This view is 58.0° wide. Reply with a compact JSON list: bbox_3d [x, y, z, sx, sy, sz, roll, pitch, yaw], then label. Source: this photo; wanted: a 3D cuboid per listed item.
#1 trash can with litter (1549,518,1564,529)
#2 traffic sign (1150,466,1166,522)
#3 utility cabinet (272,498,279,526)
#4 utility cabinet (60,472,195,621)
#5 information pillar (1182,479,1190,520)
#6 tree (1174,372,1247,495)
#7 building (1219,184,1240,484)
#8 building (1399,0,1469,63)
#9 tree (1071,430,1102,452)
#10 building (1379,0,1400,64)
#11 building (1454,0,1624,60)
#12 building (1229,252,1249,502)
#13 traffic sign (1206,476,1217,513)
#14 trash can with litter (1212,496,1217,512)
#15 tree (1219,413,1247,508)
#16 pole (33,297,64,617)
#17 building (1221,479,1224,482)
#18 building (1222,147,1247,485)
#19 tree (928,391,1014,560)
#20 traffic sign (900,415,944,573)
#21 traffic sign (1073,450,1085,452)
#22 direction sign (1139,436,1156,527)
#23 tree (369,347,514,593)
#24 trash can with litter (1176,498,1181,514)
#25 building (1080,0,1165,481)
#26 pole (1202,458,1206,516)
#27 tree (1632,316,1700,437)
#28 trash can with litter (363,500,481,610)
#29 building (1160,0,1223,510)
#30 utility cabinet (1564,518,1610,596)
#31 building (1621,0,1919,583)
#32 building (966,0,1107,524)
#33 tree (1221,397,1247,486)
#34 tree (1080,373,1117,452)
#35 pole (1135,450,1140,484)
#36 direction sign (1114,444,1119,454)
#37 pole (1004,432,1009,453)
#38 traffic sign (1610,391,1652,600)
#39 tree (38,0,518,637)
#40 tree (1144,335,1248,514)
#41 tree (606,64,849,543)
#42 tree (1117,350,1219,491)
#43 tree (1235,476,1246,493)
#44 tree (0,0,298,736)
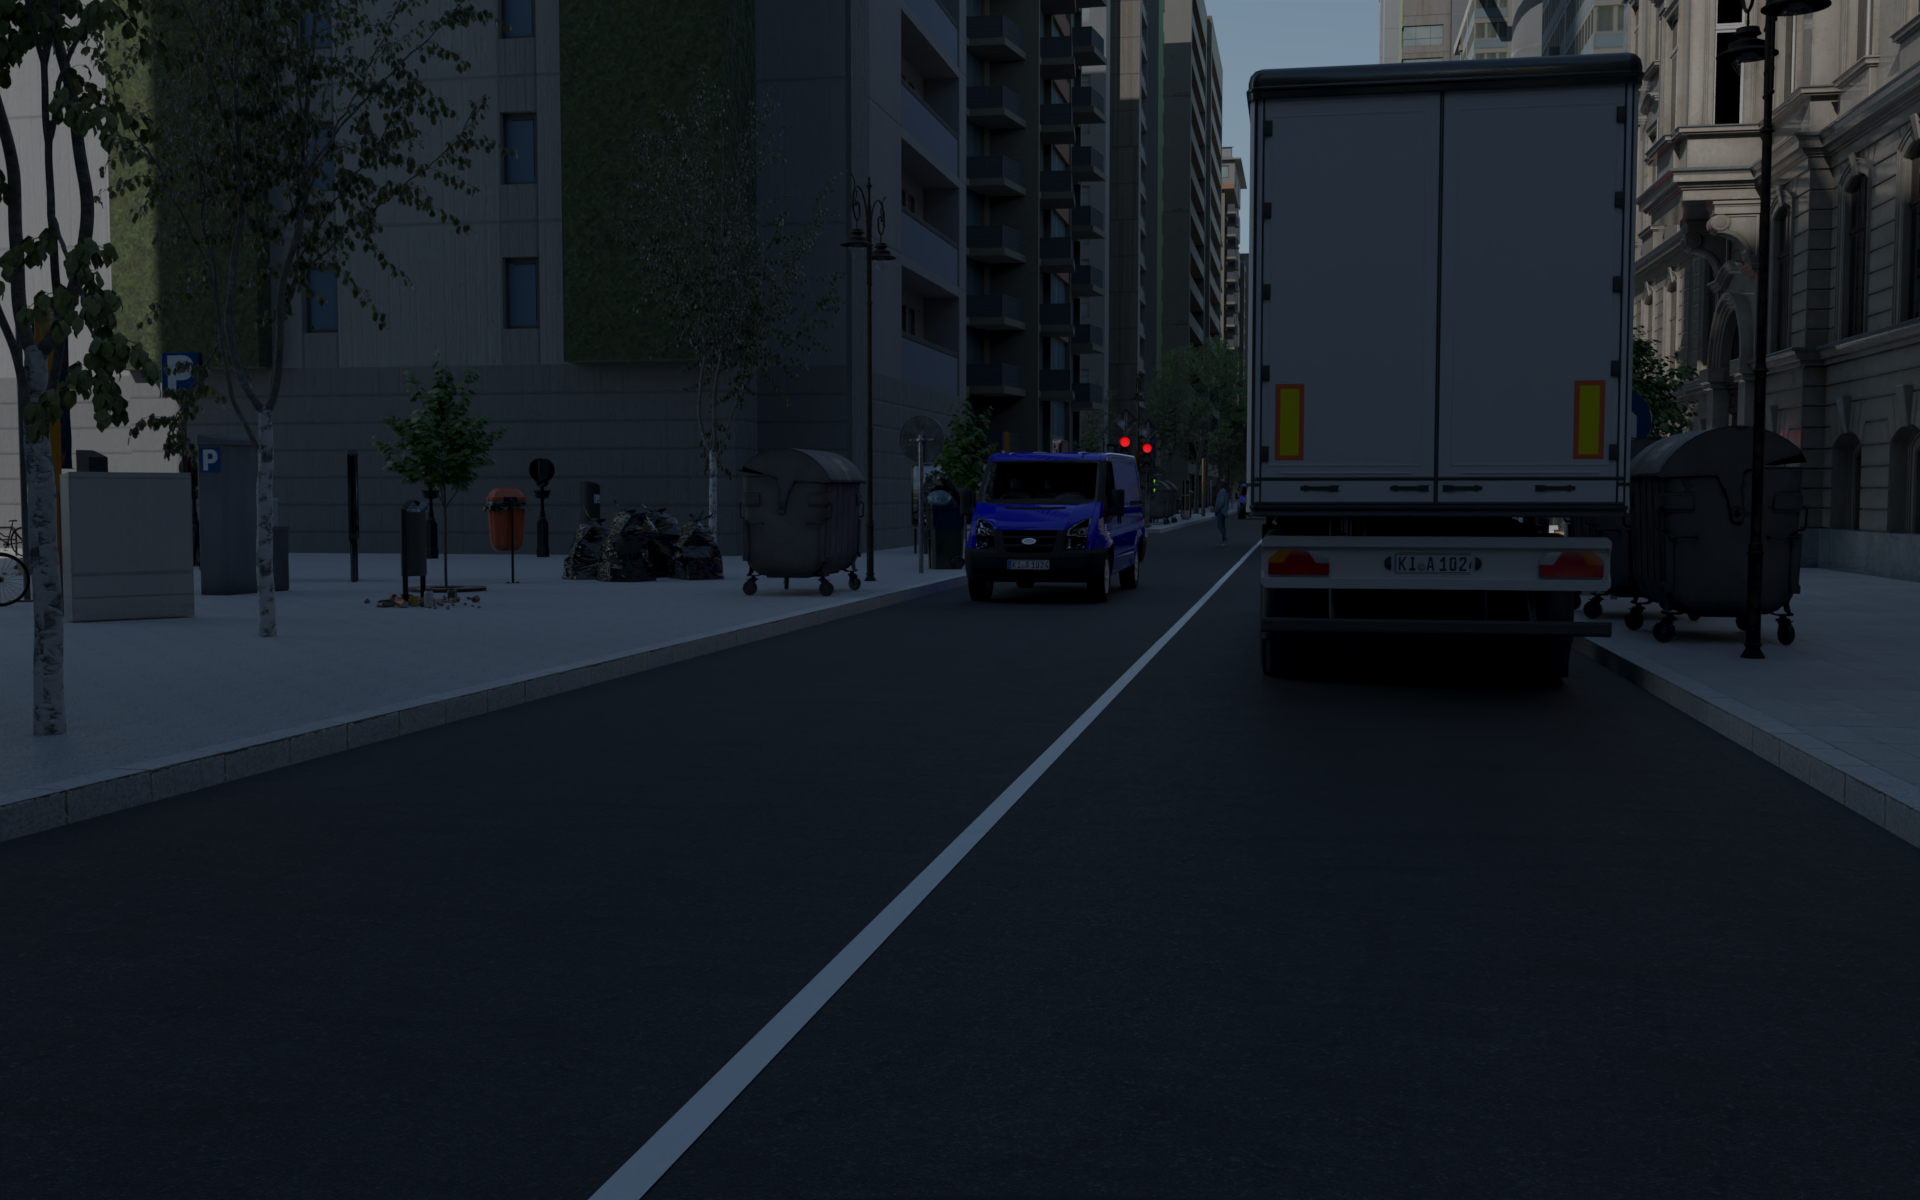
[{"bbox_3d":[22.053,-3.157,63.012,0.624,1.170,1.055,3,5,43],"label":"trash can with litter"},{"bbox_3d":[9.025,-4.836,79.182,0.768,2.556,0.104,1,4,20],"label":"traffic sign"},{"bbox_3d":[-10.438,-0.891,25.722,0.306,1.237,1.020,-3,5,-41],"label":"utility cabinet"},{"bbox_3d":[-8.496,-0.551,17.686,1.173,1.500,0.318,-3,5,-43],"label":"utility cabinet"},{"bbox_3d":[11.340,-5.042,86.921,0.304,2.012,0.304,-1,4,-22],"label":"information pillar"},{"bbox_3d":[18.982,-11.651,124.899,7.601,10.594,8.767,0,4,-2],"label":"tree"},{"bbox_3d":[27.101,-35.802,239.993,22.147,44.769,28.867,1,4,11],"label":"building"},{"bbox_3d":[42.801,-28.021,141.737,14.154,41.232,14.086,1,4,11],"label":"building"},{"bbox_3d":[4.042,-3.523,52.200,1.663,3.219,1.824,0,3,0],"label":"tree"},{"bbox_3d":[56.650,-39.678,190.740,21.231,58.520,28.212,1,4,11],"label":"building"},{"bbox_3d":[47.864,-26.221,120.586,32.217,40.220,23.993,1,4,11],"label":"building"},{"bbox_3d":[40.867,-36.918,287.200,14.154,41.232,14.086,1,4,11],"label":"building"},{"bbox_3d":[17.339,-7.308,119.598,0.768,2.556,0.104,1,4,16],"label":"traffic sign"},{"bbox_3d":[18.040,-6.766,122.009,0.624,1.170,1.055,2,4,29],"label":"trash can with litter"},{"bbox_3d":[20.173,-11.212,133.683,4.360,8.622,3.978,0,3,0],"label":"tree"},{"bbox_3d":[-9.460,-1.478,18.005,0.158,3.312,0.155,0,3,0],"label":"pole"},{"bbox_3d":[13.624,-30.849,196.268,32.217,40.220,23.993,1,4,11],"label":"building"},{"bbox_3d":[29.255,-41.515,268.006,28.713,52.752,27.495,1,4,11],"label":"building"},{"bbox_3d":[0.240,-2.319,32.520,1.663,3.219,1.824,0,3,0],"label":"tree"},{"bbox_3d":[-0.629,-1.706,28.002,0.768,2.556,0.104,1,4,19],"label":"traffic sign"},{"bbox_3d":[3.437,-3.055,50.055,0.768,2.556,0.104,1,4,14],"label":"traffic sign"},{"bbox_3d":[7.269,-4.604,67.270,0.876,3.537,0.379,-3,4,-39],"label":"direction sign"},{"bbox_3d":[-6.877,-1.736,22.984,1.663,3.219,1.824,0,3,0],"label":"tree"},{"bbox_3d":[13.854,-6.018,109.781,1.055,1.170,0.624,-1,4,-16],"label":"trash can with litter"},{"bbox_3d":[7.311,-27.131,127.192,14.154,41.232,14.086,1,4,11],"label":"building"},{"bbox_3d":[13.966,-6.446,99.240,0.158,3.312,0.155,0,3,0],"label":"pole"},{"bbox_3d":[10.515,-2.773,29.050,4.285,4.588,4.351,0,3,0],"label":"tree"},{"bbox_3d":[-6.143,-0.565,20.302,1.678,1.210,2.233,0,4,5],"label":"trash can with litter"},{"bbox_3d":[14.674,-33.545,172.157,21.300,48.544,21.600,1,4,11],"label":"building"},{"bbox_3d":[8.173,-0.655,21.874,1.020,1.237,0.306,1,4,15],"label":"utility cabinet"},{"bbox_3d":[20.834,-13.068,32.745,14.460,24.649,34.723,1,4,11],"label":"building"},{"bbox_3d":[-4.586,-26.374,85.840,22.147,44.769,28.867,1,4,11],"label":"building"},{"bbox_3d":[36.212,-18.762,213.410,9.857,13.997,8.962,0,3,0],"label":"tree"},{"bbox_3d":[7.620,-9.374,103.631,4.360,8.622,3.978,0,3,0],"label":"tree"},{"bbox_3d":[8.222,-5.286,80.275,0.158,3.312,0.155,0,3,0],"label":"pole"},{"bbox_3d":[6.949,-5.315,78.905,0.379,3.537,0.876,3,5,42],"label":"direction sign"},{"bbox_3d":[1.538,-3.857,56.898,0.158,3.312,0.155,0,3,0],"label":"pole"},{"bbox_3d":[7.960,-1.279,21.011,0.768,2.556,0.104,1,4,12],"label":"traffic sign"},{"bbox_3d":[-6.216,-3.989,15.590,4.360,8.622,3.978,0,3,0],"label":"tree"},{"bbox_3d":[15.523,-11.414,112.369,9.928,11.665,9.643,0,3,0],"label":"tree"},{"bbox_3d":[-4.207,-4.924,30.872,4.360,8.622,3.978,0,3,0],"label":"tree"},{"bbox_3d":[10.786,-8.522,89.696,4.360,8.622,3.978,0,3,0],"label":"tree"},{"bbox_3d":[30.365,-11.731,186.409,1.663,3.219,1.824,0,3,0],"label":"tree"},{"bbox_3d":[-4.983,-3.574,8.797,4.737,8.622,4.395,0,3,0],"label":"tree"}]
